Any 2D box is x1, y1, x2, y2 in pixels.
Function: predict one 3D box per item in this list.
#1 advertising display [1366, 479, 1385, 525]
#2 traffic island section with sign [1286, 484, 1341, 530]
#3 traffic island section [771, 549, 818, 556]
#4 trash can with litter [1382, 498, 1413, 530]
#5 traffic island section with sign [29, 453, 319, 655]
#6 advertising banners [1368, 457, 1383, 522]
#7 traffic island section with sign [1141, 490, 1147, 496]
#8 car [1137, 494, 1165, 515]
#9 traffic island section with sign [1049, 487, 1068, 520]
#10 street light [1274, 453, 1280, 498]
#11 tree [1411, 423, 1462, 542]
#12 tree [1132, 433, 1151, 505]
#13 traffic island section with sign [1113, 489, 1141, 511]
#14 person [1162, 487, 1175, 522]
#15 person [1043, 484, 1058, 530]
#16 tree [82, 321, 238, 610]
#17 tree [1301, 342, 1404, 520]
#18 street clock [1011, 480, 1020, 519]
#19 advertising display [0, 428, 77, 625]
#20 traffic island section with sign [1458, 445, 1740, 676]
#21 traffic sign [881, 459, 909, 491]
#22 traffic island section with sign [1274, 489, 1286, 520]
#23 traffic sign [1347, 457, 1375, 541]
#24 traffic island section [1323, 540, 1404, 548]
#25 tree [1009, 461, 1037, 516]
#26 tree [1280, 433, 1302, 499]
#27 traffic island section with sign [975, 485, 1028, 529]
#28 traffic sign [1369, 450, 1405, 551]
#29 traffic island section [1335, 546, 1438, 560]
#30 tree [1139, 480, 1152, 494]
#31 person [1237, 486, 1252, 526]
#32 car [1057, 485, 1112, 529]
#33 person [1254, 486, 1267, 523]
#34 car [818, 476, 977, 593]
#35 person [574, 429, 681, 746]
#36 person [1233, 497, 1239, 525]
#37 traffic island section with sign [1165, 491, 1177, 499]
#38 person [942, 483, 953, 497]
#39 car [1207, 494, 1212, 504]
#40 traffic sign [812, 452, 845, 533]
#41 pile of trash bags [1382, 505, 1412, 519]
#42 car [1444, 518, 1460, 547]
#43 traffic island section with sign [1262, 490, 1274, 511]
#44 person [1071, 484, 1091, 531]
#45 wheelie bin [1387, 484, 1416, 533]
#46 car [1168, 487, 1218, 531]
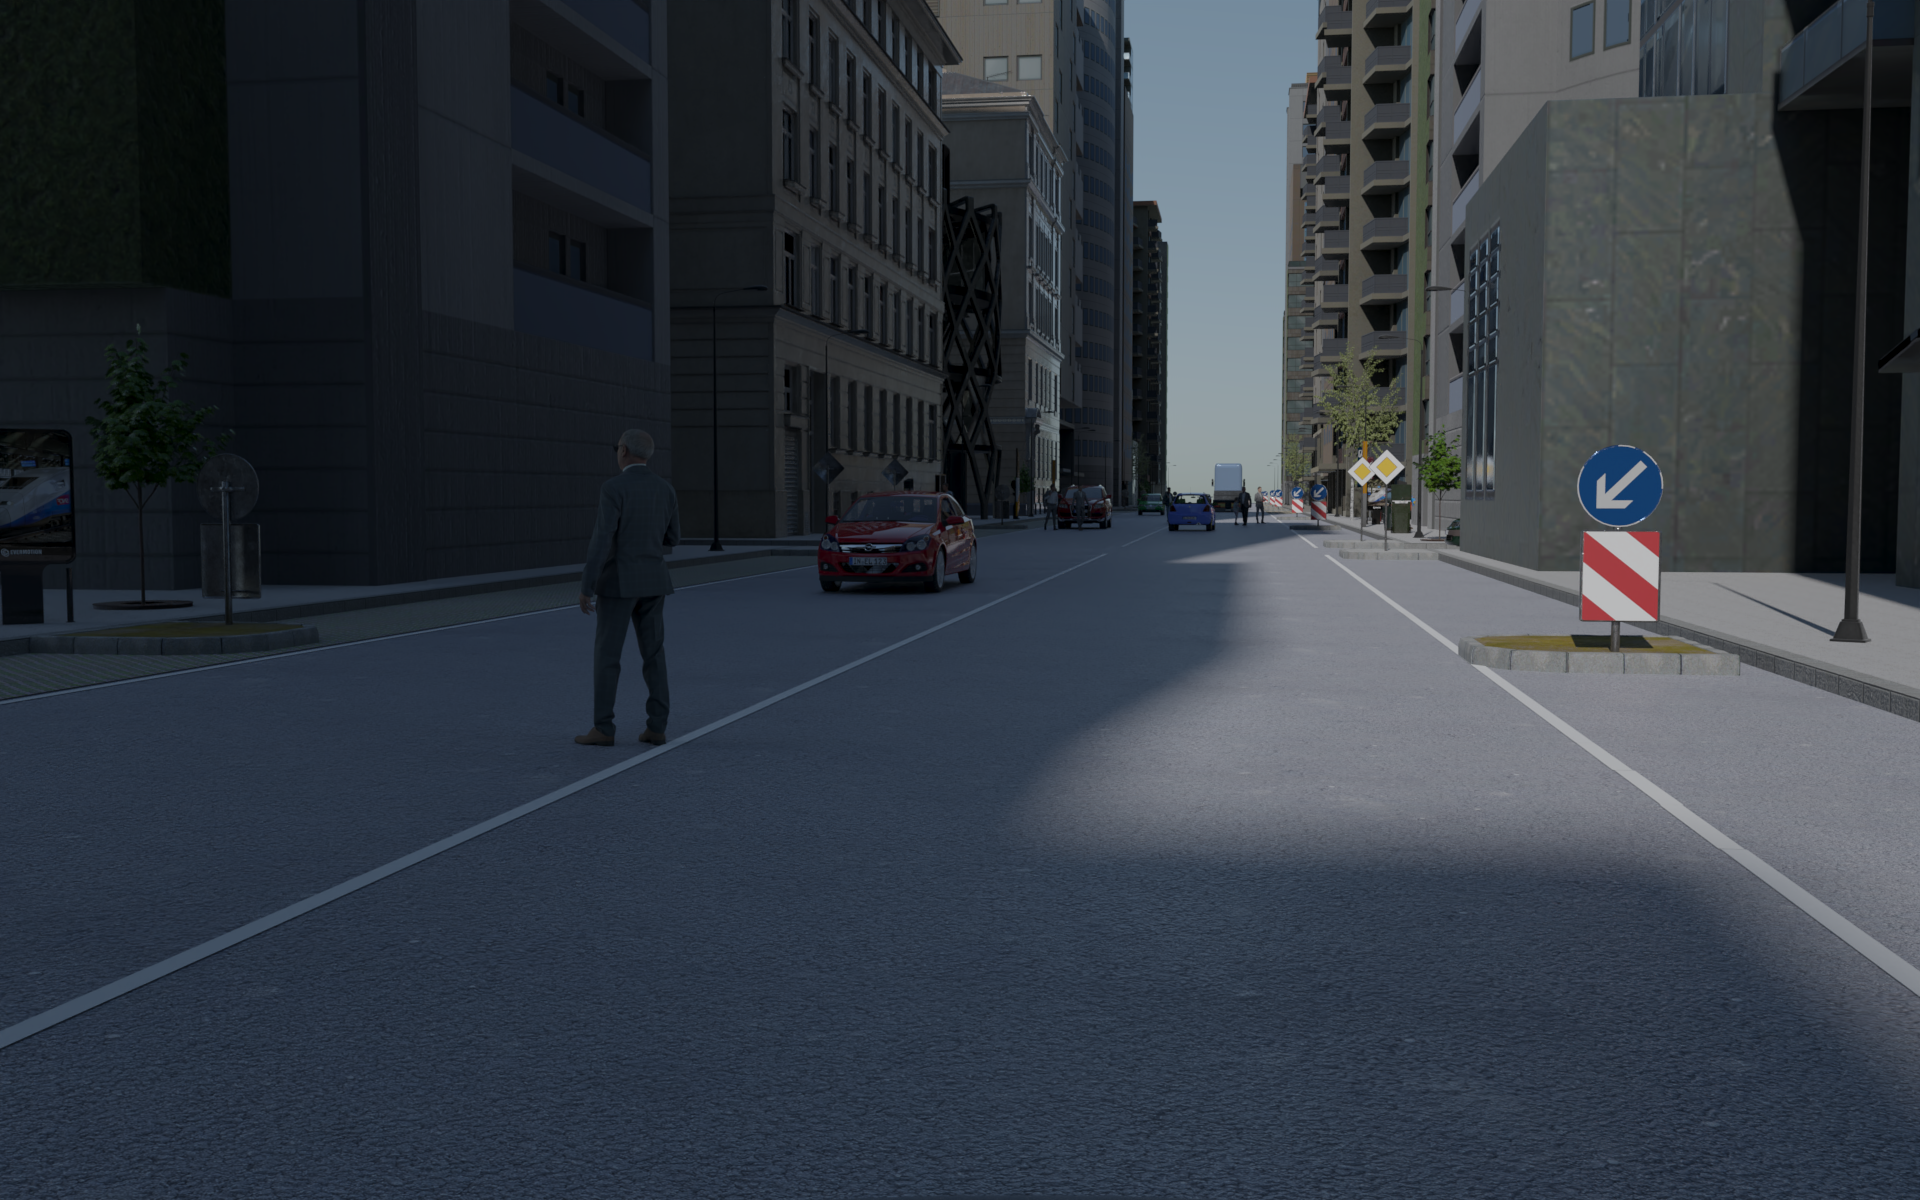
[{"bbox_3d":[17.474,-4.127,72.691,0.974,1.923,0.123,-1,4,-19],"label":"advertising display"},{"bbox_3d":[14.268,-3.730,69.609,1.989,1.847,2.006,1,4,9],"label":"traffic island section with sign"},{"bbox_3d":[-3.151,-1.155,41.159,2.009,0.180,2.903,1,4,9],"label":"traffic island section"},{"bbox_3d":[15.306,-3.004,60.508,1.055,1.170,0.624,2,4,32],"label":"trash can with litter"},{"bbox_3d":[-7.199,-0.467,16.258,1.989,1.847,2.006,1,4,9],"label":"traffic island section with sign"},{"bbox_3d":[19.442,-5.144,80.298,0.090,3.025,2.074,-1,4,-18],"label":"advertising banners"},{"bbox_3d":[18.444,-10.100,173.767,1.989,1.847,2.006,1,4,9],"label":"traffic island section with sign"},{"bbox_3d":[13.072,-6.691,118.193,1.959,1.807,4.718,0,4,8],"label":"car"},{"bbox_3d":[6.069,-5.450,97.734,1.989,1.847,2.006,1,4,9],"label":"traffic island section with sign"},{"bbox_3d":[38.567,-14.395,207.904,1.470,5.913,1.316,1,4,9],"label":"street light"},{"bbox_3d":[13.060,-3.207,47.035,1.663,3.219,1.824,0,3,0],"label":"tree"},{"bbox_3d":[20.201,-15.250,199.699,4.360,8.622,3.978,0,3,0],"label":"tree"},{"bbox_3d":[14.018,-8.436,146.549,1.989,1.847,2.006,1,4,9],"label":"traffic island section with sign"},{"bbox_3d":[10.429,-4.746,86.439,0.623,1.781,0.721,-3,5,-43],"label":"person"},{"bbox_3d":[3.591,-3.680,68.777,0.679,1.850,0.850,-2,4,-28],"label":"person"},{"bbox_3d":[-9.230,-1.517,19.409,1.663,3.219,1.824,0,3,0],"label":"tree"},{"bbox_3d":[19.405,-8.200,84.435,4.737,8.622,4.395,0,3,0],"label":"tree"},{"bbox_3d":[2.838,-5.142,88.635,0.358,2.002,0.471,-3,5,-42],"label":"street clock"},{"bbox_3d":[-9.253,-0.724,17.044,0.974,1.923,0.123,-2,4,-33],"label":"advertising display"},{"bbox_3d":[5.336,-0.374,14.748,1.989,1.847,2.006,1,4,9],"label":"traffic island section with sign"},{"bbox_3d":[-1.842,-2.773,48.975,0.795,2.450,0.064,1,4,9],"label":"traffic sign"},{"bbox_3d":[18.606,-5.358,96.224,1.989,1.847,2.006,1,4,9],"label":"traffic island section with sign"},{"bbox_3d":[10.881,-2.645,46.890,0.795,2.450,0.064,1,4,9],"label":"traffic sign"},{"bbox_3d":[10.906,-1.510,46.963,2.009,0.180,2.903,1,4,9],"label":"traffic island section"},{"bbox_3d":[3.599,-6.495,100.801,1.663,3.219,1.824,0,3,0],"label":"tree"},{"bbox_3d":[39.443,-15.478,203.434,4.737,8.622,4.395,0,3,0],"label":"tree"},{"bbox_3d":[1.738,-3.823,71.128,1.989,1.847,2.006,1,4,9],"label":"traffic island section with sign"},{"bbox_3d":[9.597,-2.163,39.008,0.795,2.450,0.064,1,4,9],"label":"traffic sign"},{"bbox_3d":[9.622,-1.028,39.082,2.009,0.180,2.903,1,4,9],"label":"traffic island section"},{"bbox_3d":[22.733,-13.334,212.618,1.663,3.219,1.824,0,3,0],"label":"tree"},{"bbox_3d":[12.892,-4.262,78.582,0.661,1.777,0.834,1,4,17],"label":"person"},{"bbox_3d":[5.261,-3.915,72.680,2.281,1.827,5.304,1,4,8],"label":"car"},{"bbox_3d":[14.669,-4.632,84.437,0.606,1.804,0.583,-3,5,-43],"label":"person"},{"bbox_3d":[-0.905,-1.076,26.633,2.155,1.783,4.494,1,4,10],"label":"car"},{"bbox_3d":[-1.938,-0.079,9.968,0.590,1.801,0.661,3,5,40],"label":"person"},{"bbox_3d":[12.768,-4.106,79.912,0.394,1.301,0.425,-2,4,-35],"label":"person"},{"bbox_3d":[27.477,-13.489,229.164,1.989,1.847,2.006,1,4,9],"label":"traffic island section with sign"},{"bbox_3d":[-0.461,-3.075,58.866,0.778,1.811,0.616,-2,4,-24],"label":"person"},{"bbox_3d":[33.456,-13.906,236.397,2.155,1.783,4.494,1,4,9],"label":"car"},{"bbox_3d":[-3.126,-2.291,41.094,0.795,2.450,0.064,1,4,9],"label":"traffic sign"},{"bbox_3d":[22.186,-4.748,87.379,1.912,1.369,3.447,0,4,-7],"label":"pile of trash bags"},{"bbox_3d":[14.152,-2.015,42.734,4.222,1.686,2.009,1,4,9],"label":"car"},{"bbox_3d":[26.565,-8.347,145.106,1.989,1.847,2.006,1,4,9],"label":"traffic island section with sign"},{"bbox_3d":[4.751,-3.635,68.054,0.709,1.813,0.853,-1,4,-22],"label":"person"},{"bbox_3d":[14.370,-2.976,56.570,0.980,1.594,0.693,1,4,12],"label":"wheelie bin"},{"bbox_3d":[9.155,-3.584,68.190,1.945,1.707,3.694,1,4,11],"label":"car"}]
